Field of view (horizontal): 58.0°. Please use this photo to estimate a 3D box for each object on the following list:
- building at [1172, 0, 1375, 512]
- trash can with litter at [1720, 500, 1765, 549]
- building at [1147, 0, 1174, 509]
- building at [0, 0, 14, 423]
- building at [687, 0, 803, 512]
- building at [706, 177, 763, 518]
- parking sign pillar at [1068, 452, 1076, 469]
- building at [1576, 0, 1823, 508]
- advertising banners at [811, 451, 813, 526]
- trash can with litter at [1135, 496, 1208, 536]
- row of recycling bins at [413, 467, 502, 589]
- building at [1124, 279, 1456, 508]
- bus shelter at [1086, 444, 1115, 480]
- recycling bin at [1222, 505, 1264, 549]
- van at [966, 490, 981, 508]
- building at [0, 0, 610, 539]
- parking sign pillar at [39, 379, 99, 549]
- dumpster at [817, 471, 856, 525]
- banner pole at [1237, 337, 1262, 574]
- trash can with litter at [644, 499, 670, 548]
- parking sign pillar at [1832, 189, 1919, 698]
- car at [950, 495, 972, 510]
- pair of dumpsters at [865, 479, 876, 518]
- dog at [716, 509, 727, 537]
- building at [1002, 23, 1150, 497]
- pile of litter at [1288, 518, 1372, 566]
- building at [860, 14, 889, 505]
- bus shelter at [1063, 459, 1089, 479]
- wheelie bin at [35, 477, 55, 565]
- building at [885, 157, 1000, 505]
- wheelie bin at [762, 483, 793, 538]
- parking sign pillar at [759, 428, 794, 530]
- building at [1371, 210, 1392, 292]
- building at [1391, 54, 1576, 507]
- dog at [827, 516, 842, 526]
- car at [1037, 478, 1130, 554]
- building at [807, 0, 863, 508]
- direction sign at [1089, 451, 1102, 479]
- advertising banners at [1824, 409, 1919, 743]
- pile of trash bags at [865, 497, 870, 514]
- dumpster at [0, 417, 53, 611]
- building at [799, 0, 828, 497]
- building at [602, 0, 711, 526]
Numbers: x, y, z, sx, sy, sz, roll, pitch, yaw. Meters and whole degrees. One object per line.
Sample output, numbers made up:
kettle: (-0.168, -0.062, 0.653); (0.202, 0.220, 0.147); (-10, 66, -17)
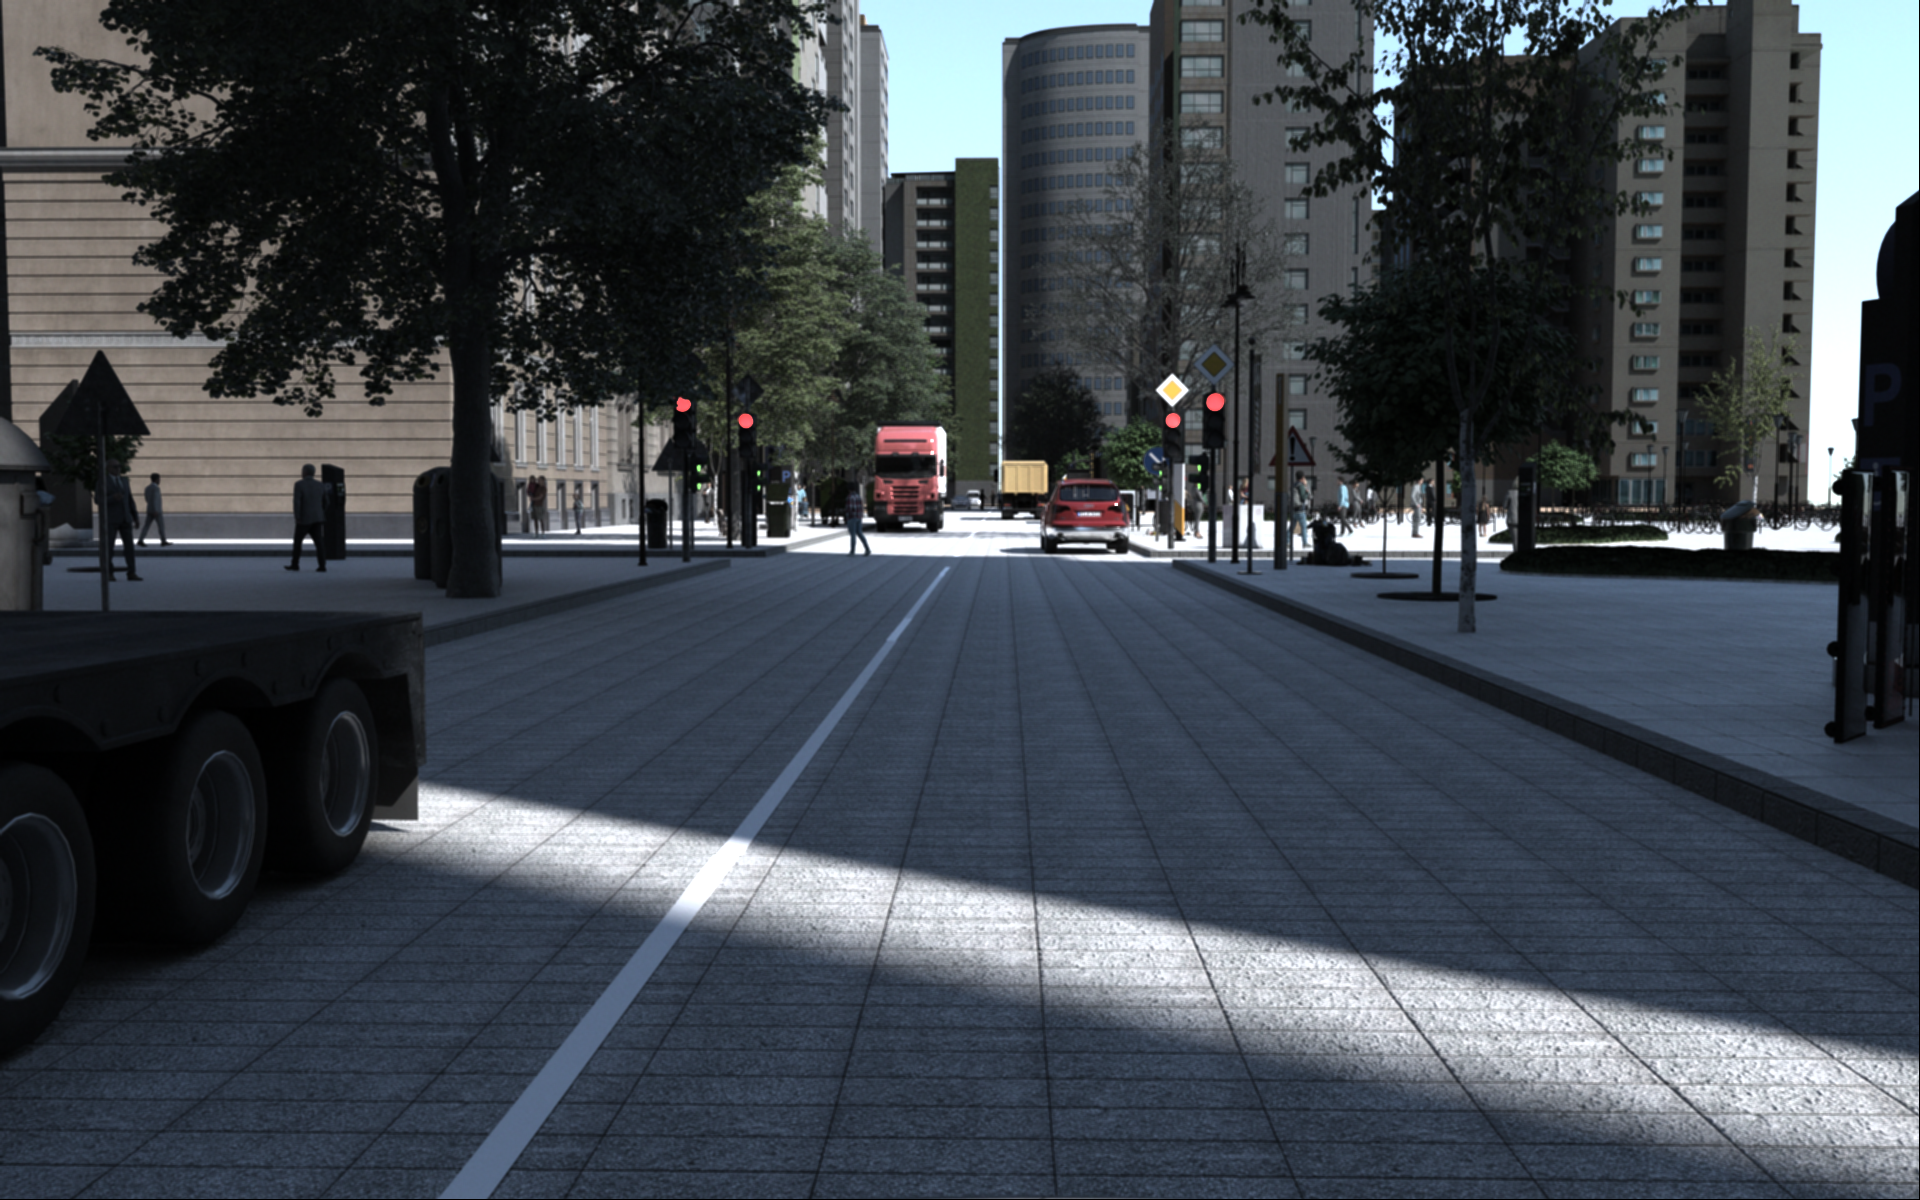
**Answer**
building: (23.018, -27.409, 131.732); (14.154, 41.232, 14.086); (0, 4, 1)
trash can with litter: (13.722, -1.193, 30.887); (1.055, 1.170, 0.624); (-1, 4, -16)
building: (23.334, -30.312, 145.720); (14.600, 45.320, 14.200); (0, 4, 1)
building: (-39.625, -14.496, 55.027); (19.932, 24.808, 12.078); (0, 4, 1)
building: (-19.009, -26.858, 122.717); (14.154, 41.232, 14.086); (0, 4, 1)
building: (-18.671, -16.534, 100.004); (12.332, 23.373, 15.834); (0, 4, 1)
parking sign pillar: (7.183, -7.481, 110.783); (1.447, 3.967, 1.447); (0, 4, -1)
building: (71.410, -33.431, 170.300); (21.600, 48.544, 21.300); (0, 4, 1)
advertising banners: (-5.970, -4.504, 69.828); (0.090, 3.025, 2.074); (0, 4, -5)
trash can with litter: (6.637, -2.597, 53.524); (2.233, 1.210, 1.678); (1, 4, 18)
row of recycling bins: (-7.255, -1.098, 25.059); (1.069, 1.692, 3.534); (-1, 4, -23)
building: (30.861, -19.802, 168.801); (27.650, 21.520, 28.899); (0, 4, 1)
bus shelter: (7.160, -5.716, 84.732); (1.731, 3.624, 6.357); (0, 4, 1)
recycling bin: (6.697, -1.739, 40.995); (0.722, 1.027, 0.722); (-2, 4, -25)
van: (1.411, -10.800, 183.583); (2.013, 2.044, 4.112); (0, 4, 1)
building: (-20.264, -16.639, 57.946); (13.634, 28.700, 20.117); (0, 4, 1)
parking sign pillar: (-21.296, -3.228, 41.246); (1.447, 3.967, 1.447); (2, 4, 28)
dumpster: (-5.193, -4.296, 72.727); (1.502, 2.255, 1.985); (0, 4, 1)
banner pole: (4.670, -2.291, 27.481); (0.401, 3.779, 0.863); (0, 4, -4)
trash can with litter: (-7.189, -1.805, 40.905); (0.624, 1.170, 1.055); (0, 4, -5)
parking sign pillar: (6.530, -1.393, 11.249); (1.447, 3.967, 1.447); (-1, 4, -14)
car: (0.086, -9.172, 162.321); (2.083, 1.381, 4.827); (0, 4, 0)
pair of dumpsters: (-4.486, -5.753, 96.561); (1.574, 2.255, 4.437); (0, 4, 2)
dog: (-7.211, -2.337, 52.597); (0.513, 0.831, 0.800); (0, 4, 1)
building: (19.334, -41.237, 216.223); (28.212, 58.520, 21.231); (0, 4, 1)
pile of litter: (6.727, -1.067, 31.403); (1.176, 0.858, 1.719); (-1, 4, -23)
building: (-23.132, -41.296, 217.195); (28.212, 58.520, 21.231); (0, 4, 1)
bus shelter: (7.272, -6.743, 104.179); (2.014, 3.302, 5.546); (0, 4, 1)
wheelie bin: (-16.758, -1.420, 31.124); (0.980, 1.594, 0.693); (0, 4, -4)
building: (-2.088, -32.398, 213.302); (14.086, 41.232, 14.154); (0, 4, 1)
wheelie bin: (-5.346, -2.638, 51.044); (0.980, 1.594, 0.693); (1, 4, 9)
parking sign pillar: (-6.626, -4.565, 63.116); (1.447, 3.967, 1.447); (-2, 4, -33)
building: (46.328, -32.470, 222.771); (23.993, 40.220, 32.217); (0, 4, 1)
building: (52.155, -32.085, 174.705); (14.200, 45.320, 14.600); (0, 4, 1)
dog: (-5.092, -3.160, 69.395); (0.748, 0.427, 0.550); (0, 4, -7)
car: (3.073, -2.114, 43.239); (2.281, 1.827, 5.304); (0, 4, 1)
building: (-20.877, -44.928, 172.822); (20.611, 71.187, 20.563); (0, 4, 1)
direction sign: (7.189, -6.076, 91.337); (0.876, 3.537, 0.379); (-2, 4, -27)
advertising banners: (5.150, -0.816, 9.526); (0.090, 3.025, 2.074); (3, 5, 42)
pile of trash bags: (-5.027, -6.061, 108.851); (1.912, 1.369, 3.447); (1, 4, 23)
dumpster: (-6.601, -0.291, 10.523); (1.264, 1.857, 1.865); (0, 4, 2)
building: (-25.471, -33.916, 143.771); (28.713, 52.752, 27.495); (0, 4, 1)
building: (-19.744, -17.881, 79.741); (14.401, 28.519, 23.554); (0, 4, 1)
